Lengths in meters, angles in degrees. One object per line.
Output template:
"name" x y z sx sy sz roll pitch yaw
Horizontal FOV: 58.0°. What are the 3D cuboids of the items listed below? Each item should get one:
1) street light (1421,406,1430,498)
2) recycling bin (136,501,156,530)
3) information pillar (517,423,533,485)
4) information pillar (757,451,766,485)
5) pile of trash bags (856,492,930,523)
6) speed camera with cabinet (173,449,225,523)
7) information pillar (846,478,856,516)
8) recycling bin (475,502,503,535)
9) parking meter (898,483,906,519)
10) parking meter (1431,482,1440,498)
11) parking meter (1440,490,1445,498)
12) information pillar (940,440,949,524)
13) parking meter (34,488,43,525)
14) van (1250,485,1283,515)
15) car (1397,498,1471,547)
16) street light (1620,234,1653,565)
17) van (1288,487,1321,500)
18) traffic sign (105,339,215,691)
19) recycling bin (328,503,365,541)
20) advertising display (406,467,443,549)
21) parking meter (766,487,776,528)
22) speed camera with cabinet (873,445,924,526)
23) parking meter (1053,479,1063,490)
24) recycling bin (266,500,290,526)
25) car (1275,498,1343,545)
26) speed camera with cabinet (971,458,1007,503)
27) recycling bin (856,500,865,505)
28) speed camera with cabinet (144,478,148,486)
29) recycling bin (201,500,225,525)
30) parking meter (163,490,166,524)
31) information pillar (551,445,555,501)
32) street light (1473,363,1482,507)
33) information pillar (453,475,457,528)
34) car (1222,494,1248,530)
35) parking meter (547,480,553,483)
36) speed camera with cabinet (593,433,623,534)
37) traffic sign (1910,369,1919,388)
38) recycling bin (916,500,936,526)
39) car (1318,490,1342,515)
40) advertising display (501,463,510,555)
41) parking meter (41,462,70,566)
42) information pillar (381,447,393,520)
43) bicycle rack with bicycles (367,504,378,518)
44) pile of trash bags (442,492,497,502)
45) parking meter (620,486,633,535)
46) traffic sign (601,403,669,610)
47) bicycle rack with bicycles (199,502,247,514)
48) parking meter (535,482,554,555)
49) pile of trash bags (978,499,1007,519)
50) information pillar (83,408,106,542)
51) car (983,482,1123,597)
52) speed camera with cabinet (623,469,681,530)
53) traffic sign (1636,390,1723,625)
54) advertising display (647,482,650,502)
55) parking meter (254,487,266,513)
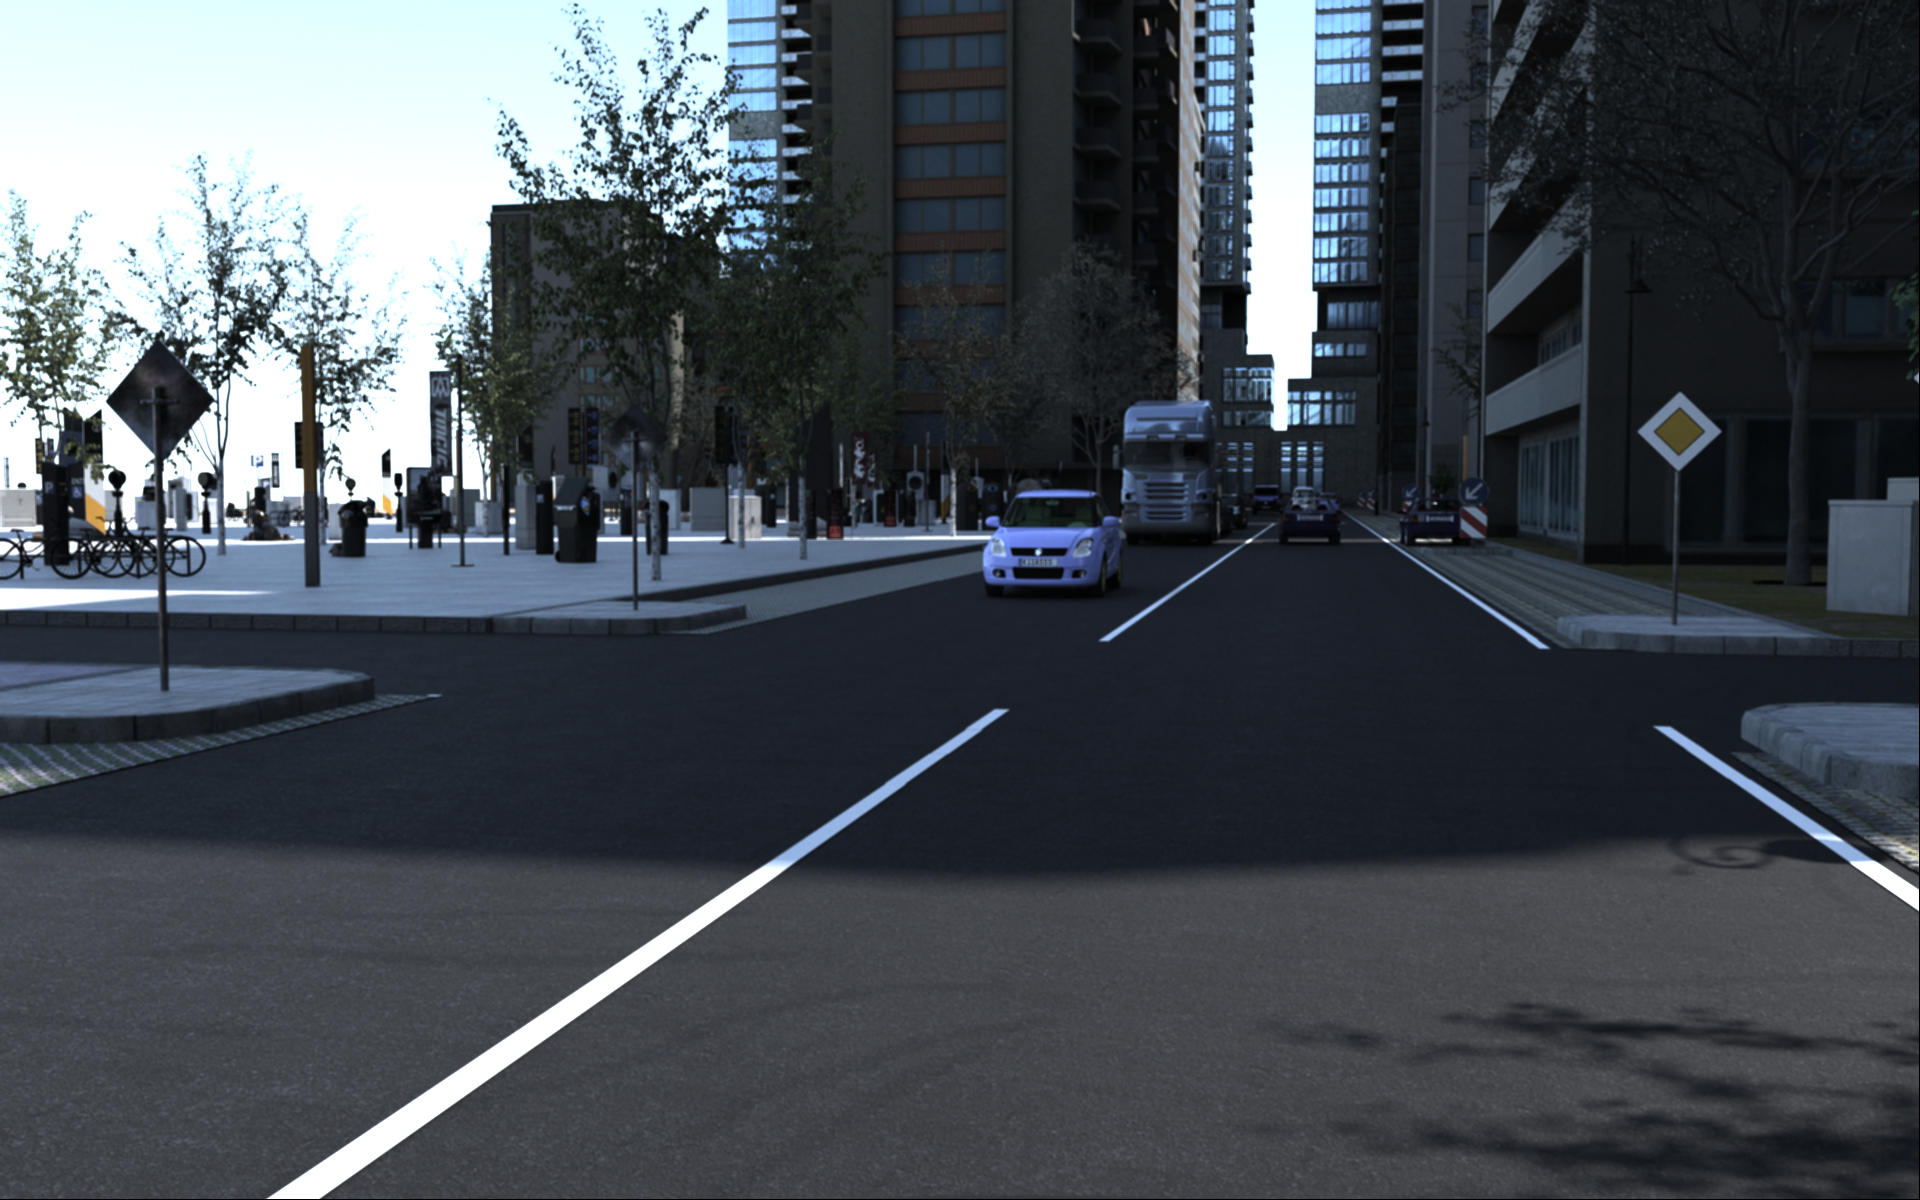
"street light" 24.080 -7.151 89.703 0.468 5.910 1.993 1 4 12
"recycling bin" -28.720 -2.990 61.446 0.722 1.027 0.722 0 4 -7
"information pillar" -14.242 -4.002 56.781 0.504 3.616 0.183 -2 4 -24
"information pillar" -10.413 -6.101 91.107 0.504 3.616 0.183 -1 4 -9
"pile of trash bags" -3.047 -4.134 77.342 3.447 1.369 1.912 -1 4 -12
"speed camera with cabinet" -33.522 -5.011 76.267 2.038 3.252 0.660 -1 4 -14
"information pillar" -4.968 -4.556 78.985 0.304 2.012 0.304 -3 5 -43
"recycling bin" -14.925 -2.596 55.005 0.722 1.027 0.722 -3 4 -37
"parking meter" -3.004 -5.124 89.489 0.399 1.863 0.255 0 4 5
"parking meter" 23.302 -4.839 84.832 0.255 1.863 0.399 -2 4 -24
"parking meter" 24.158 -4.805 86.968 0.372 1.533 0.369 0 3 0
"information pillar" -0.639 -5.092 74.608 0.183 3.616 0.504 3 4 37
"parking meter" -37.948 -3.845 71.273 0.372 1.533 0.369 0 3 0
"van" 21.384 -7.117 120.741 2.240 2.365 5.245 1 4 11
"car" 13.231 -2.186 48.321 1.945 1.354 3.894 1 4 11
"street light" 11.985 -3.563 31.035 0.468 5.910 1.993 1 4 12
"van" 20.780 -5.957 104.409 2.013 2.044 4.112 1 4 12
"traffic sign" -5.195 -0.466 11.258 0.795 2.450 0.064 1 4 12
"recycling bin" -17.040 -2.176 48.135 0.722 1.027 0.722 2 4 27
"advertising display" -12.652 -2.185 40.933 0.123 1.923 0.974 2 4 33
"parking meter" -7.239 -3.549 66.431 0.372 1.533 0.369 0 3 0
"speed camera with cabinet" -2.479 -4.627 69.984 2.038 3.252 0.660 0 4 1
"parking meter" 3.724 -3.676 65.820 0.255 1.863 0.399 2 4 25
"recycling bin" -27.311 -3.467 69.241 0.722 1.027 0.722 1 4 23
"car" 10.175 -2.319 50.500 1.945 1.354 3.894 1 4 10
"speed camera with cabinet" 1.637 -6.134 94.630 2.038 3.252 0.660 1 4 14
"recycling bin" -4.841 -4.157 80.515 0.722 1.027 0.722 1 4 9
"speed camera with cabinet" -44.216 -6.225 96.115 0.660 3.252 2.038 2 4 28
"recycling bin" -31.250 -3.665 72.484 0.722 1.027 0.722 3 5 44
"parking meter" -33.909 -3.982 73.516 0.372 1.533 0.369 0 3 0
"information pillar" -19.204 -5.531 81.783 0.183 3.616 0.504 0 4 -2
"street light" 18.087 -5.356 60.358 0.468 5.910 1.993 1 4 12
"information pillar" -19.174 -3.774 66.194 0.304 2.012 0.304 -3 4 -38
"car" 10.879 -3.767 71.372 2.009 1.686 4.222 1 4 14
"parking meter" -17.237 -4.106 72.848 0.255 1.863 0.399 -1 4 -14
"speed camera with cabinet" -11.638 -3.728 55.296 0.660 3.252 2.038 1 4 16
"traffic sign" 5.373 -0.332 9.066 0.795 2.450 0.064 1 4 12
"recycling bin" -1.383 -3.571 70.939 0.722 1.027 0.722 1 4 9
"car" 25.898 -6.870 121.920 1.945 1.707 3.694 1 4 13
"advertising display" -9.631 -1.926 36.706 0.123 1.923 0.974 -1 4 -17
"parking meter" -16.255 -1.555 31.138 0.399 1.863 0.255 1 4 15
"information pillar" -28.464 -5.790 86.015 0.504 3.616 0.183 -3 4 -37
"bicycle rack with bicycles" -27.162 -3.763 74.908 2.925 0.926 2.852 0 4 3
"pile of trash bags" -28.139 -5.452 98.894 3.447 1.369 1.912 -1 4 -23
"parking meter" -10.365 -2.777 53.818 0.372 1.533 0.369 0 3 0
"traffic sign" -3.582 -0.944 19.079 0.795 2.450 0.064 1 4 12
"bicycle rack with bicycles" -34.210 -4.103 80.467 2.925 0.926 2.852 0 4 -4
"parking meter" -8.826 -1.736 36.795 0.372 1.533 0.369 0 3 0
"pile of trash bags" 1.166 -4.833 88.771 1.912 1.369 3.447 -2 4 -27
"information pillar" -23.376 -3.391 46.798 0.504 3.616 0.183 -2 4 -32
"car" 1.400 -0.961 25.310 1.945 1.707 3.694 1 4 11
"speed camera with cabinet" -11.129 -4.163 62.406 2.038 3.252 0.660 0 4 4
"traffic sign" 6.986 -0.810 16.887 0.795 2.450 0.064 1 4 12
"advertising display" -16.459 -5.250 91.059 0.123 1.923 0.974 -2 4 -30
"parking meter" -34.885 -4.761 86.249 0.372 1.533 0.369 0 3 0
